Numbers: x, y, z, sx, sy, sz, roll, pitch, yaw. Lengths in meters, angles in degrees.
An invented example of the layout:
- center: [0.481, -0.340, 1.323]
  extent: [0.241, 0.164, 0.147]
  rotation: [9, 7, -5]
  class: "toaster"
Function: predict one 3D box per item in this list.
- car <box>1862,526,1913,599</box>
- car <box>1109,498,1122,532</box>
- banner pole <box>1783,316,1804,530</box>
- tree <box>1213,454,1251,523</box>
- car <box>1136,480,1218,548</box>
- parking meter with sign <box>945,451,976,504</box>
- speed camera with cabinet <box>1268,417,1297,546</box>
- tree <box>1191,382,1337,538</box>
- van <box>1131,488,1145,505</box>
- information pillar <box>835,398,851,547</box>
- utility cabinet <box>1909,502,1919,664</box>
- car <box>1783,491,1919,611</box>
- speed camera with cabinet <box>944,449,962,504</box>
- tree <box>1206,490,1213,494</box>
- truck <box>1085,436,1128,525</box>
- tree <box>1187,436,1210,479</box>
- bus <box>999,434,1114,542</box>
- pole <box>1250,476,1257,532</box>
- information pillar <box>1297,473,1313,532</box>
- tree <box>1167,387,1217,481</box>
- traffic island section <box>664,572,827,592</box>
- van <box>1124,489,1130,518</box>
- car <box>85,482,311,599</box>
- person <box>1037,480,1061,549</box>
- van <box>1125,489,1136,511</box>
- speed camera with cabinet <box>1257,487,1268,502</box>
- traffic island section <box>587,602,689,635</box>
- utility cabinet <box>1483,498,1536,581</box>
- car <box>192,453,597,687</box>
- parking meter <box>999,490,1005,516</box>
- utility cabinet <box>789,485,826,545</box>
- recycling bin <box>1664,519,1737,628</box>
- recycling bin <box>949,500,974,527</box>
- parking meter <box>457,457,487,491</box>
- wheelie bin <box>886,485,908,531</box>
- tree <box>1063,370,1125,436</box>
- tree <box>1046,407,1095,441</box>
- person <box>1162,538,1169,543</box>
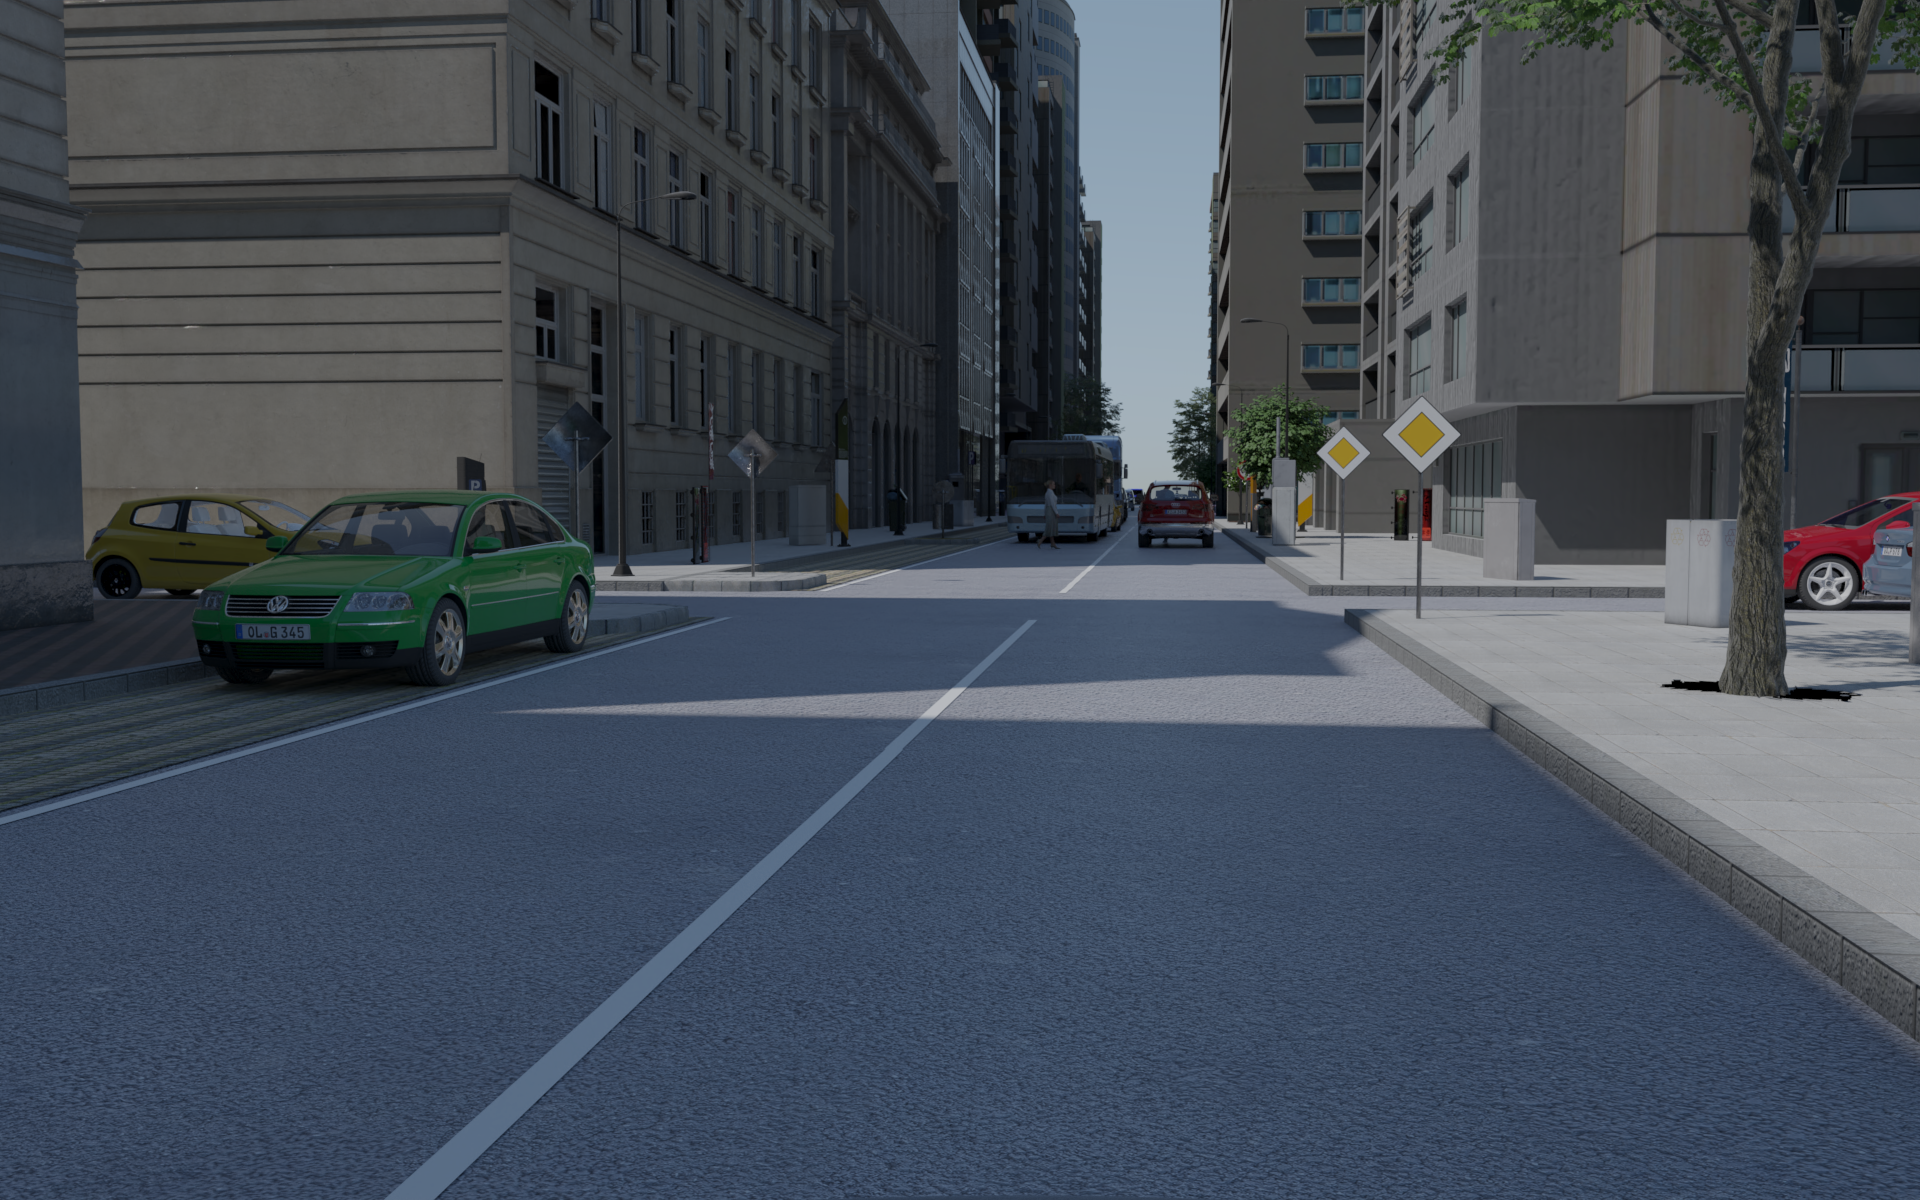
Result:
- center: [12.689, -0.457, 19.468]
  extent: [4.499, 1.417, 2.014]
  rotation: [0, 4, 6]
  class: "car"
- center: [5.278, -3.460, 66.795]
  extent: [2.015, 1.641, 3.980]
  rotation: [1, 4, 9]
  class: "car"
- center: [11.774, -2.120, 24.681]
  extent: [0.401, 3.779, 0.863]
  rotation: [0, 4, -5]
  class: "banner pole"
- center: [12.628, -5.130, 78.471]
  extent: [1.663, 3.219, 1.824]
  rotation: [0, 3, 0]
  class: "tree"
- center: [5.976, -2.393, 47.797]
  extent: [2.281, 1.827, 5.304]
  rotation: [0, 4, 8]
  class: "car"
- center: [-0.236, -4.529, 70.307]
  extent: [1.738, 3.016, 0.543]
  rotation: [-2, 4, -27]
  class: "parking meter with sign"
- center: [8.235, -3.031, 43.885]
  extent: [0.660, 3.252, 2.038]
  rotation: [1, 4, 11]
  class: "speed camera with cabinet"
- center: [9.324, -4.095, 50.670]
  extent: [4.285, 4.588, 4.351]
  rotation: [0, 3, 0]
  class: "tree"
- center: [18.934, -11.175, 187.099]
  extent: [2.240, 2.365, 5.245]
  rotation: [0, 4, 8]
  class: "van"
- center: [-2.859, -3.098, 42.005]
  extent: [0.183, 3.616, 0.504]
  rotation: [2, 4, 27]
  class: "information pillar"
- center: [7.742, -0.119, 13.104]
  extent: [1.020, 1.237, 0.306]
  rotation: [-1, 4, -10]
  class: "utility cabinet"
- center: [12.036, -0.784, 21.862]
  extent: [4.494, 1.783, 2.155]
  rotation: [0, 4, 7]
  class: "car"
- center: [-0.336, -5.020, 76.415]
  extent: [0.660, 3.252, 2.038]
  rotation: [0, 4, -7]
  class: "speed camera with cabinet"
- center: [20.504, -8.739, 137.483]
  extent: [1.663, 3.219, 1.824]
  rotation: [0, 3, 0]
  class: "tree"
- center: [6.932, -5.865, 85.649]
  extent: [2.967, 4.110, 18.799]
  rotation: [0, 4, 6]
  class: "truck"
- center: [29.133, -15.898, 210.286]
  extent: [4.737, 8.622, 4.395]
  rotation: [0, 3, 0]
  class: "tree"
- center: [3.334, -3.689, 55.180]
  extent: [2.948, 3.499, 13.247]
  rotation: [0, 4, 7]
  class: "bus"
- center: [9.867, -3.935, 58.175]
  extent: [0.158, 3.312, 0.155]
  rotation: [0, 3, 0]
  class: "pole"
- center: [11.680, -4.113, 58.595]
  extent: [0.504, 3.616, 0.183]
  rotation: [1, 4, 18]
  class: "information pillar"
- center: [25.359, -16.170, 182.509]
  extent: [7.486, 12.596, 7.792]
  rotation: [0, 3, 0]
  class: "tree"
- center: [-3.227, -0.279, 26.843]
  extent: [2.009, 0.180, 2.903]
  rotation: [0, 4, 7]
  class: "traffic island section"
- center: [9.289, -5.968, 104.590]
  extent: [2.013, 2.044, 4.112]
  rotation: [0, 4, 7]
  class: "van"
- center: [-9.798, -0.827, 23.747]
  extent: [3.980, 1.641, 2.015]
  rotation: [0, 4, 6]
  class: "car"
- center: [2.301, -2.225, 45.108]
  extent: [0.641, 1.798, 0.478]
  rotation: [0, 4, 4]
  class: "person"
- center: [14.116, -8.655, 148.526]
  extent: [2.013, 2.044, 4.112]
  rotation: [0, 4, 7]
  class: "van"
- center: [11.290, -4.225, 63.414]
  extent: [0.660, 3.252, 2.038]
  rotation: [-1, 4, -8]
  class: "speed camera with cabinet"
- center: [-4.187, 0.206, 18.916]
  extent: [2.009, 0.180, 2.903]
  rotation: [0, 4, 7]
  class: "traffic island section"
- center: [8.286, -0.916, 26.132]
  extent: [0.306, 1.237, 1.020]
  rotation: [-1, 4, -12]
  class: "utility cabinet"
- center: [-4.480, -0.338, 14.327]
  extent: [1.959, 1.807, 4.718]
  rotation: [0, 4, 7]
  class: "car"
- center: [2.453, -5.682, 101.308]
  extent: [0.372, 1.533, 0.369]
  rotation: [0, 3, 0]
  class: "parking meter"
- center: [-3.828, -2.125, 43.421]
  extent: [0.318, 1.500, 1.173]
  rotation: [2, 4, 31]
  class: "utility cabinet"
- center: [7.428, -0.269, 16.951]
  extent: [0.722, 1.027, 0.722]
  rotation: [-1, 4, -19]
  class: "recycling bin"
- center: [0.061, -3.442, 68.835]
  extent: [0.722, 1.027, 0.722]
  rotation: [3, 5, 40]
  class: "recycling bin"
- center: [-7.680, -1.318, 27.268]
  extent: [0.255, 1.863, 0.399]
  rotation: [3, 5, 43]
  class: "parking meter"
- center: [-2.168, -3.167, 59.691]
  extent: [0.693, 1.594, 0.980]
  rotation: [0, 4, 4]
  class: "wheelie bin"
- center: [12.108, -16.603, 178.111]
  extent: [9.857, 13.997, 8.962]
  rotation: [0, 3, 0]
  class: "tree"
- center: [9.406, -11.981, 146.243]
  extent: [4.737, 8.622, 4.395]
  rotation: [0, 3, 0]
  class: "tree"
- center: [6.126, -2.621, 51.218]
  extent: [0.638, 1.841, 0.748]
  rotation: [2, 4, 30]
  class: "person"
